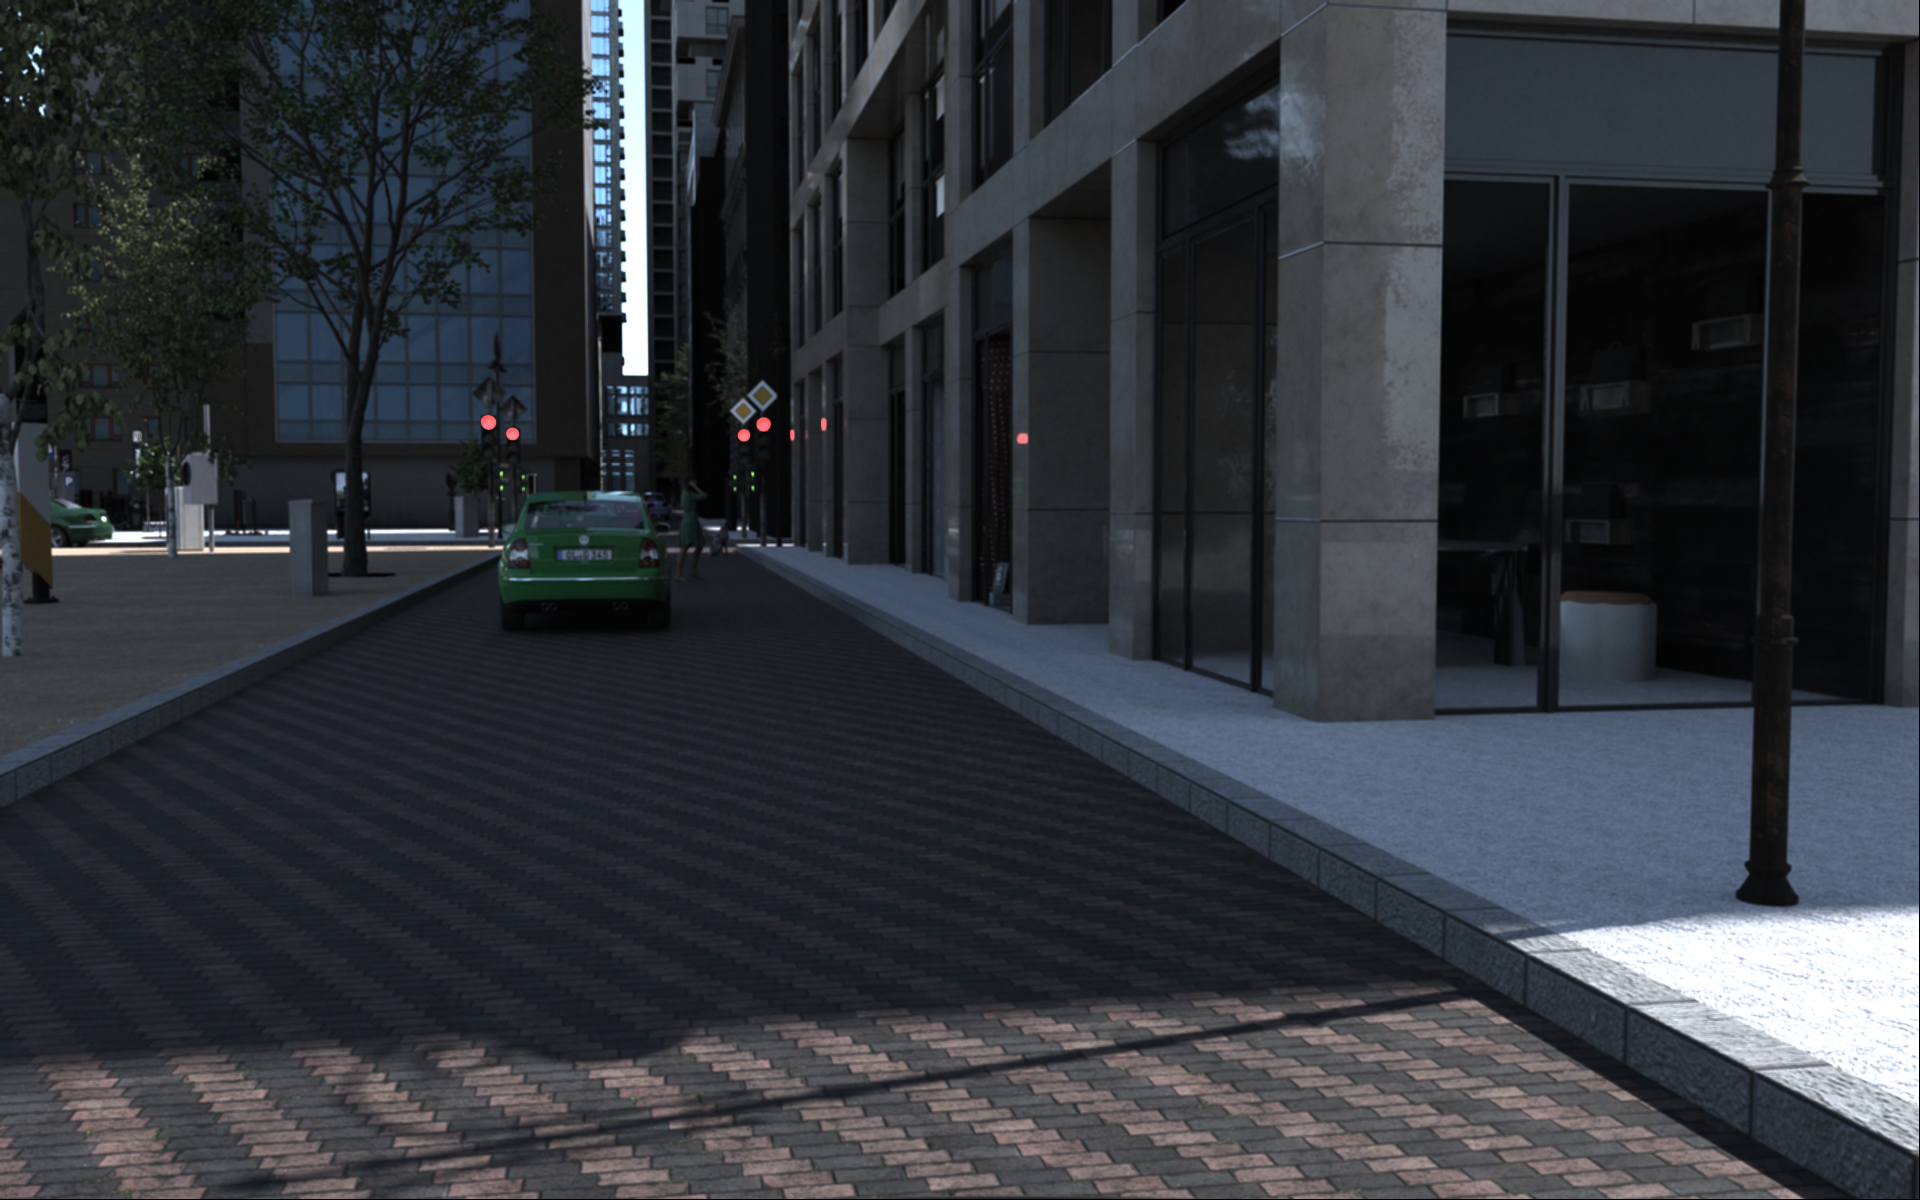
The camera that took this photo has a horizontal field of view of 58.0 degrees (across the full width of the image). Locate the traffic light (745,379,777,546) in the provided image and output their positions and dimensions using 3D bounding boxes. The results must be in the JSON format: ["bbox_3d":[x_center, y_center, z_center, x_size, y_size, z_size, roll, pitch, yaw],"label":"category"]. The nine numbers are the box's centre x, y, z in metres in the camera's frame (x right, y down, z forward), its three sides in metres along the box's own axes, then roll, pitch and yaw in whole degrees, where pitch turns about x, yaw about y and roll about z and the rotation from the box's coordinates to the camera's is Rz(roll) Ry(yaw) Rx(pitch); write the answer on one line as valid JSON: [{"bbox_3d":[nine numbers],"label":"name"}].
[{"bbox_3d":[-4.866,-3.284,42.619,0.839,4.253,0.868,-1,4,-10],"label":"traffic light"}]

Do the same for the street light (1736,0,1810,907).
[{"bbox_3d":[2.551,-1.988,5.294,0.468,5.910,1.993,-1,4,-10],"label":"street light"}]

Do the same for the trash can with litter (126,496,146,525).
[{"bbox_3d":[-34.827,-3.726,71.984,1.678,1.210,2.233,3,5,41],"label":"trash can with litter"}]

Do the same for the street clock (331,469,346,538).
[{"bbox_3d":[-18.013,-2.801,50.366,0.471,2.002,0.358,1,4,19],"label":"street clock"}]

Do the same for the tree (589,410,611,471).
[{"bbox_3d":[-26.010,-10.262,118.148,4.360,8.622,3.978,0,3,0],"label":"tree"}]

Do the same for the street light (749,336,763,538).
[{"bbox_3d":[-5.931,-4.779,50.924,0.468,5.910,1.993,-1,4,-10],"label":"street light"}]

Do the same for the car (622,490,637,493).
[{"bbox_3d":[-33.315,-10.143,174.504,2.281,1.827,5.304,-1,4,-8],"label":"car"}]

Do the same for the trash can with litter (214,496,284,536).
[{"bbox_3d":[-22.426,-2.639,54.212,2.233,1.210,1.678,2,4,29],"label":"trash can with litter"}]

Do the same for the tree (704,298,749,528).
[{"bbox_3d":[-7.812,-7.019,65.123,4.360,8.622,3.978,0,3,0],"label":"tree"}]

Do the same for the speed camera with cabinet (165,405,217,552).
[{"bbox_3d":[-17.243,-2.719,38.794,0.660,3.252,2.038,-3,5,-40],"label":"speed camera with cabinet"}]

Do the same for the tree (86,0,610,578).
[{"bbox_3d":[-9.261,-6.173,26.685,9.928,11.665,9.643,0,3,0],"label":"tree"}]

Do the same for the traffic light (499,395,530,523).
[{"bbox_3d":[-12.673,-3.692,49.280,0.839,4.253,0.868,-1,4,-10],"label":"traffic light"}]

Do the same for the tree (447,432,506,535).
[{"bbox_3d":[-15.084,-3.627,53.907,1.663,3.219,1.824,0,3,0],"label":"tree"}]

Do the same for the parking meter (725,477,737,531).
[{"bbox_3d":[-7.960,-3.337,60.265,0.255,1.863,0.399,3,4,36],"label":"parking meter"}]

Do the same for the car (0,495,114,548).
[{"bbox_3d":[-23.980,-1.938,43.477,4.920,1.459,2.131,-1,4,-10],"label":"car"}]

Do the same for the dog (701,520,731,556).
[{"bbox_3d":[-5.710,-1.435,40.291,0.800,0.831,0.513,-1,4,-12],"label":"dog"}]

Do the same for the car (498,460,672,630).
[{"bbox_3d":[-4.255,-0.670,19.748,1.959,1.807,4.718,-1,4,-11],"label":"car"}]

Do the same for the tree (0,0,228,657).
[{"bbox_3d":[-7.557,-3.844,13.219,4.737,8.622,4.395,0,3,0],"label":"tree"}]

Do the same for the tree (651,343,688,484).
[{"bbox_3d":[-19.443,-12.951,129.879,7.486,12.596,7.792,0,3,0],"label":"tree"}]

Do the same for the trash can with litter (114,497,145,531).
[{"bbox_3d":[-28.972,-2.994,60.332,1.055,1.170,0.624,0,4,4],"label":"trash can with litter"}]

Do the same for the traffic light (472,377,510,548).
[{"bbox_3d":[-11.216,-3.211,41.428,0.839,4.253,0.868,-1,4,-10],"label":"traffic light"}]

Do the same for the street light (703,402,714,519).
[{"bbox_3d":[-12.665,-7.005,87.325,0.468,5.910,1.993,-1,4,-10],"label":"street light"}]

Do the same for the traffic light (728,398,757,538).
[{"bbox_3d":[-6.323,-3.765,50.470,0.839,4.253,0.868,-1,4,-10],"label":"traffic light"}]

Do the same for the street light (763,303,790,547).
[{"bbox_3d":[-4.411,-4.240,42.116,0.468,5.910,1.993,-1,4,-10],"label":"street light"}]

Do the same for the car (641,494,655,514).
[{"bbox_3d":[-11.832,-3.179,61.011,2.155,1.783,4.494,-1,4,-10],"label":"car"}]

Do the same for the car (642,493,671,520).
[{"bbox_3d":[-16.943,-5.270,95.749,1.945,1.707,3.694,-1,4,-9],"label":"car"}]

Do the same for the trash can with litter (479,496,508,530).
[{"bbox_3d":[-16.886,-3.127,62.183,2.233,1.210,1.678,-1,4,-11],"label":"trash can with litter"}]

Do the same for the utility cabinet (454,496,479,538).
[{"bbox_3d":[-14.532,-2.438,51.022,0.306,1.237,1.020,1,4,9],"label":"utility cabinet"}]

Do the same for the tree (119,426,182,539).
[{"bbox_3d":[-23.044,-3.378,49.836,1.663,3.219,1.824,0,3,0],"label":"tree"}]

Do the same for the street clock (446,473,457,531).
[{"bbox_3d":[-17.600,-3.391,60.011,0.358,2.002,0.471,-3,5,-39],"label":"street clock"}]

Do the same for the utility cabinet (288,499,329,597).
[{"bbox_3d":[-8.292,-0.666,22.046,0.306,1.237,1.020,-1,4,-10],"label":"utility cabinet"}]

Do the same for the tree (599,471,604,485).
[{"bbox_3d":[-36.412,-11.313,168.687,4.285,4.588,4.351,0,3,0],"label":"tree"}]

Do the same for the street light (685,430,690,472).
[{"bbox_3d":[-19.487,-9.255,124.106,0.468,5.910,1.993,-1,4,-10],"label":"street light"}]

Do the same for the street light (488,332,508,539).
[{"bbox_3d":[-13.169,-4.688,49.437,0.468,5.910,1.993,-1,4,-10],"label":"street light"}]
